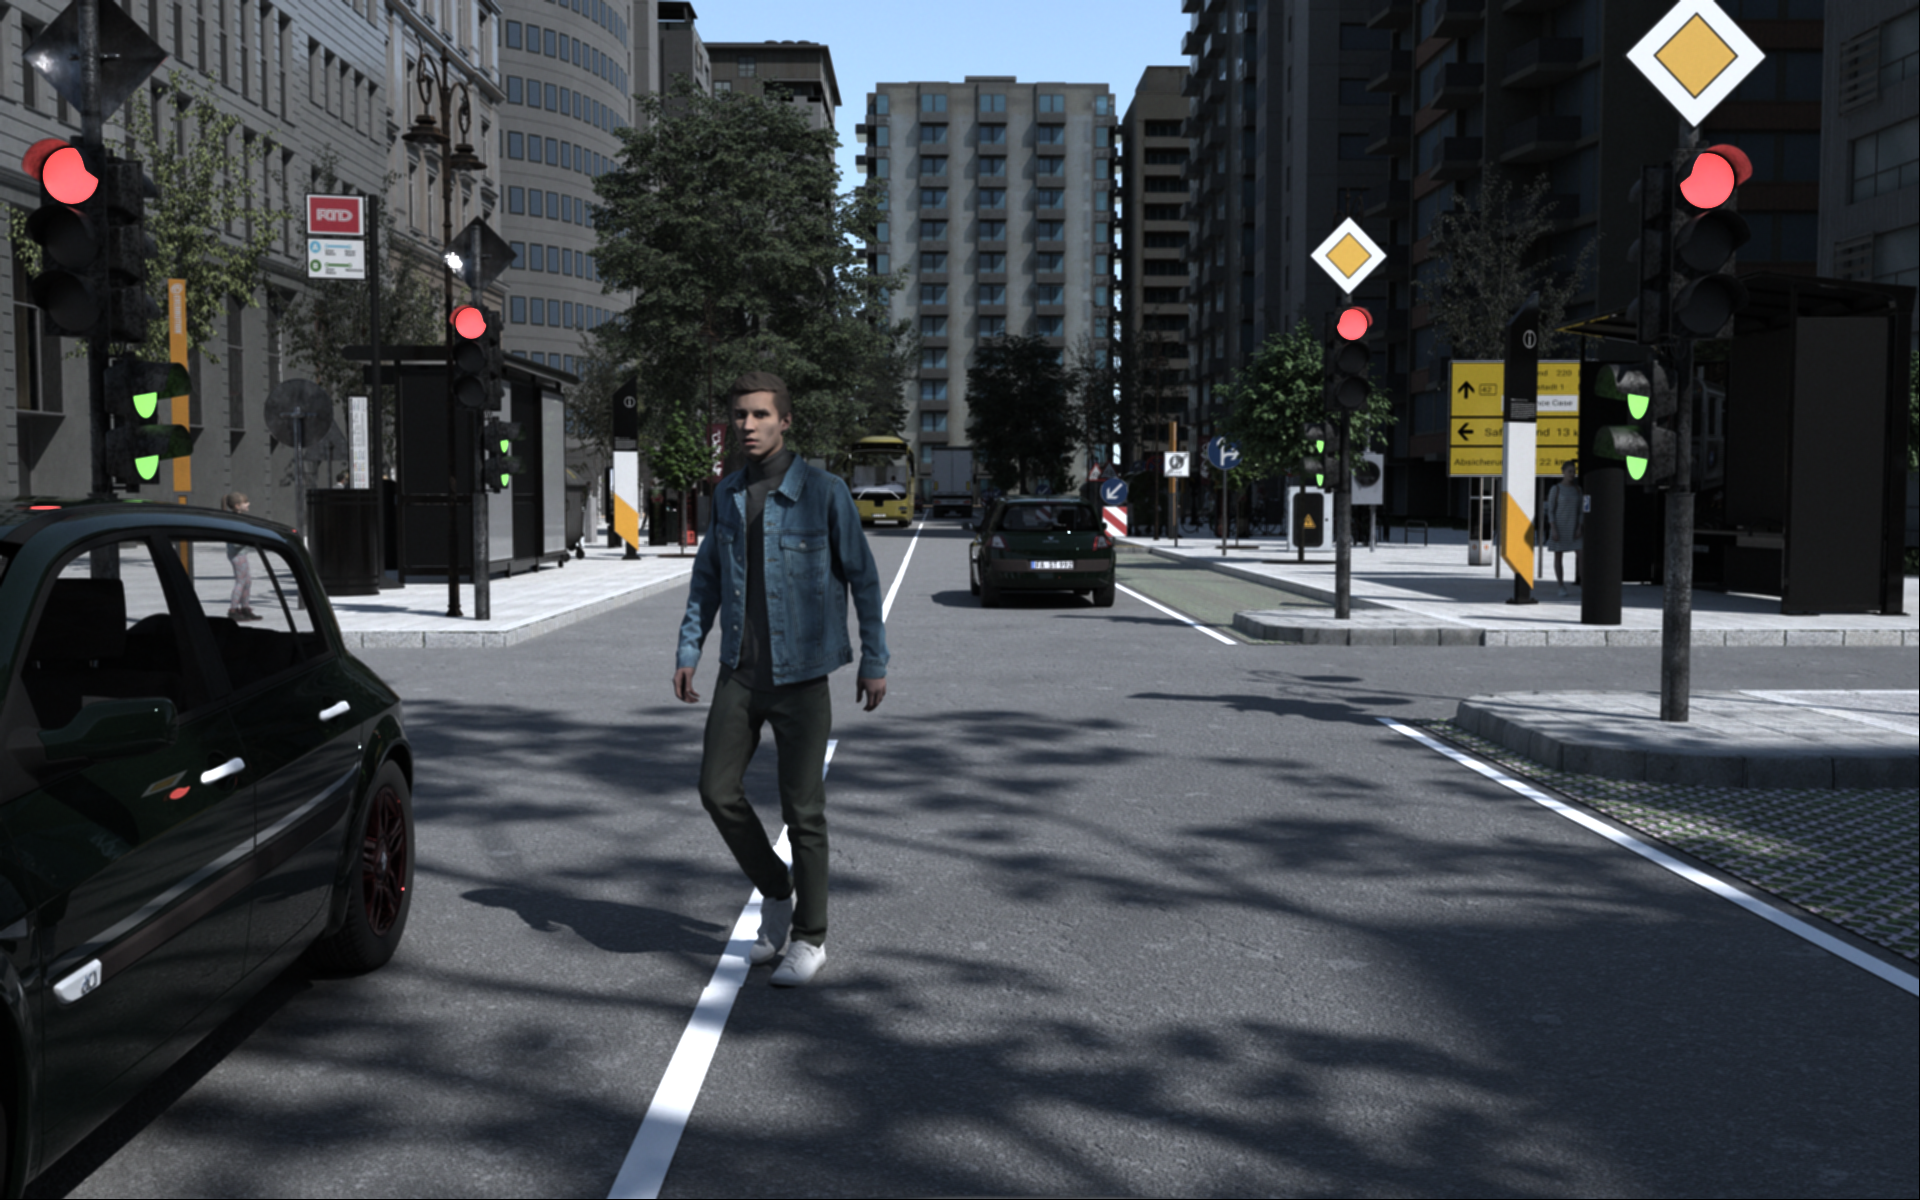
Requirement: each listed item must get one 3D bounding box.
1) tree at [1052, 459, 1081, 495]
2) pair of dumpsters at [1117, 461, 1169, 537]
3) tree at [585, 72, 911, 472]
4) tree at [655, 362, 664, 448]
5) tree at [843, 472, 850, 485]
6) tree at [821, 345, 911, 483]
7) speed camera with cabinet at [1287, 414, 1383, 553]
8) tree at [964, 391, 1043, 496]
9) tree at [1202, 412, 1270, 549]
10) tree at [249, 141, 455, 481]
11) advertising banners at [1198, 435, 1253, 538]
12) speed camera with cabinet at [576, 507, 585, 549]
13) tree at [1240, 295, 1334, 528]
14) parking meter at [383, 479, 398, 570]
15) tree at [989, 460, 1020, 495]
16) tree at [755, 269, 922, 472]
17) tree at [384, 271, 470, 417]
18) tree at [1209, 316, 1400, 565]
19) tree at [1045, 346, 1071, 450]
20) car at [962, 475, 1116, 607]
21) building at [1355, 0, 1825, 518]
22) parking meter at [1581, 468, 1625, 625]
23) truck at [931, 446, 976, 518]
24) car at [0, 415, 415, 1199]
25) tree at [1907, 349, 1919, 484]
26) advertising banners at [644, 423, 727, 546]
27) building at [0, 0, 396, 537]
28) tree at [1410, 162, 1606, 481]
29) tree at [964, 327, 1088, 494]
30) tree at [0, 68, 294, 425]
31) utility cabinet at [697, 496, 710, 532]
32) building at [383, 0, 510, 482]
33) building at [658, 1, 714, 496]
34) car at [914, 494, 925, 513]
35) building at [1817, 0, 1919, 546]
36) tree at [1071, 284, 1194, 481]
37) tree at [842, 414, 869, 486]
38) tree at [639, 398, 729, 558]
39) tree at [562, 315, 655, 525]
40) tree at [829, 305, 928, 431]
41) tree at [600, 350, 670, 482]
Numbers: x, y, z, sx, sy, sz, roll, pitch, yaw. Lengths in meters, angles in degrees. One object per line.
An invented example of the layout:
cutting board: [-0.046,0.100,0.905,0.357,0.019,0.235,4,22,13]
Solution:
tree: [5.524,-6.129,94.807,1.663,3.219,1.824,0,3,0]
pair of dumpsters: [5.719,-3.147,53.951,1.574,2.255,4.437,0,4,-1]
tree: [-6.668,-8.949,52.974,9.857,13.997,8.962,0,3,0]
tree: [-15.661,-7.839,78.526,4.360,8.622,3.978,0,3,0]
tree: [-8.124,-10.014,147.434,4.285,4.588,4.351,0,3,0]
tree: [-6.935,-12.458,121.812,7.486,12.596,7.792,0,3,0]
speed camera with cabinet: [8.247,-2.677,38.102,2.038,3.252,0.660,1,4,11]
tree: [4.238,-14.875,168.956,9.928,11.665,9.643,0,3,0]
tree: [6.427,-2.826,40.812,1.663,3.219,1.824,0,3,0]
tree: [-12.713,-5.266,36.460,4.360,8.622,3.978,0,3,0]
advertising banners: [7.766,-3.347,50.912,0.090,3.025,2.074,-3,5,-41]
speed camera with cabinet: [-9.672,-2.875,41.337,0.660,3.252,2.038,-3,4,-38]
tree: [12.318,-7.019,65.131,4.360,8.622,3.978,0,3,0]
parking meter: [-9.703,-1.277,29.288,0.372,1.533,0.369,0,3,0]
tree: [4.379,-10.867,161.396,4.285,4.588,4.351,0,3,0]
tree: [-7.026,-11.174,93.071,12.009,13.543,11.850,0,3,0]
tree: [-17.062,-6.504,56.703,4.737,8.622,4.395,0,3,0]
tree: [6.390,-2.955,32.024,4.285,4.588,4.351,0,3,0]
tree: [6.055,-7.820,78.216,4.360,8.622,3.978,0,3,0]
car: [1.051,-0.830,23.359,2.009,1.686,4.222,0,4,-2]
building: [30.794,-25.912,78.280,22.147,44.769,28.867,0,4,-1]
parking meter: [6.333,-0.529,17.065,0.372,1.533,0.369,0,3,0]
truck: [-0.414,-7.244,107.359,2.839,4.237,11.283,0,4,1]
car: [-2.527,0.364,3.838,2.009,1.686,4.222,0,4,-2]
tree: [17.753,-3.014,32.989,4.285,4.588,4.351,0,3,0]
advertising banners: [-6.753,-2.846,42.727,2.074,3.025,0.090,0,4,4]
building: [-25.125,-16.392,45.499,11.434,29.767,29.804,0,4,-1]
tree: [12.271,-5.446,39.398,4.360,8.622,3.978,0,3,0]
tree: [4.941,-13.792,132.148,9.857,13.997,8.962,0,3,0]
tree: [-13.575,-4.841,29.511,4.737,8.622,4.395,0,3,0]
utility cabinet: [-8.704,-2.885,58.336,0.306,1.237,1.020,3,5,41]
building: [-27.261,-17.401,70.416,13.634,28.700,20.117,0,4,-1]
building: [-28.464,-28.353,147.163,14.086,41.232,14.154,0,4,-1]
car: [-3.779,-7.626,133.722,2.155,1.783,4.494,0,4,-1]
building: [29.095,-21.626,37.186,14.086,41.232,14.154,0,4,-1]
tree: [6.173,-6.719,60.215,4.360,8.622,3.978,0,3,0]
tree: [-7.776,-11.144,132.568,4.737,8.622,4.395,0,3,0]
tree: [-5.782,-2.486,35.256,1.663,3.219,1.824,0,3,0]
tree: [-14.992,-7.413,71.564,4.360,8.622,3.978,0,3,0]
tree: [-10.215,-19.068,167.656,12.611,20.169,13.585,0,3,0]
tree: [-15.984,-8.164,83.838,4.737,8.622,4.395,0,3,0]
